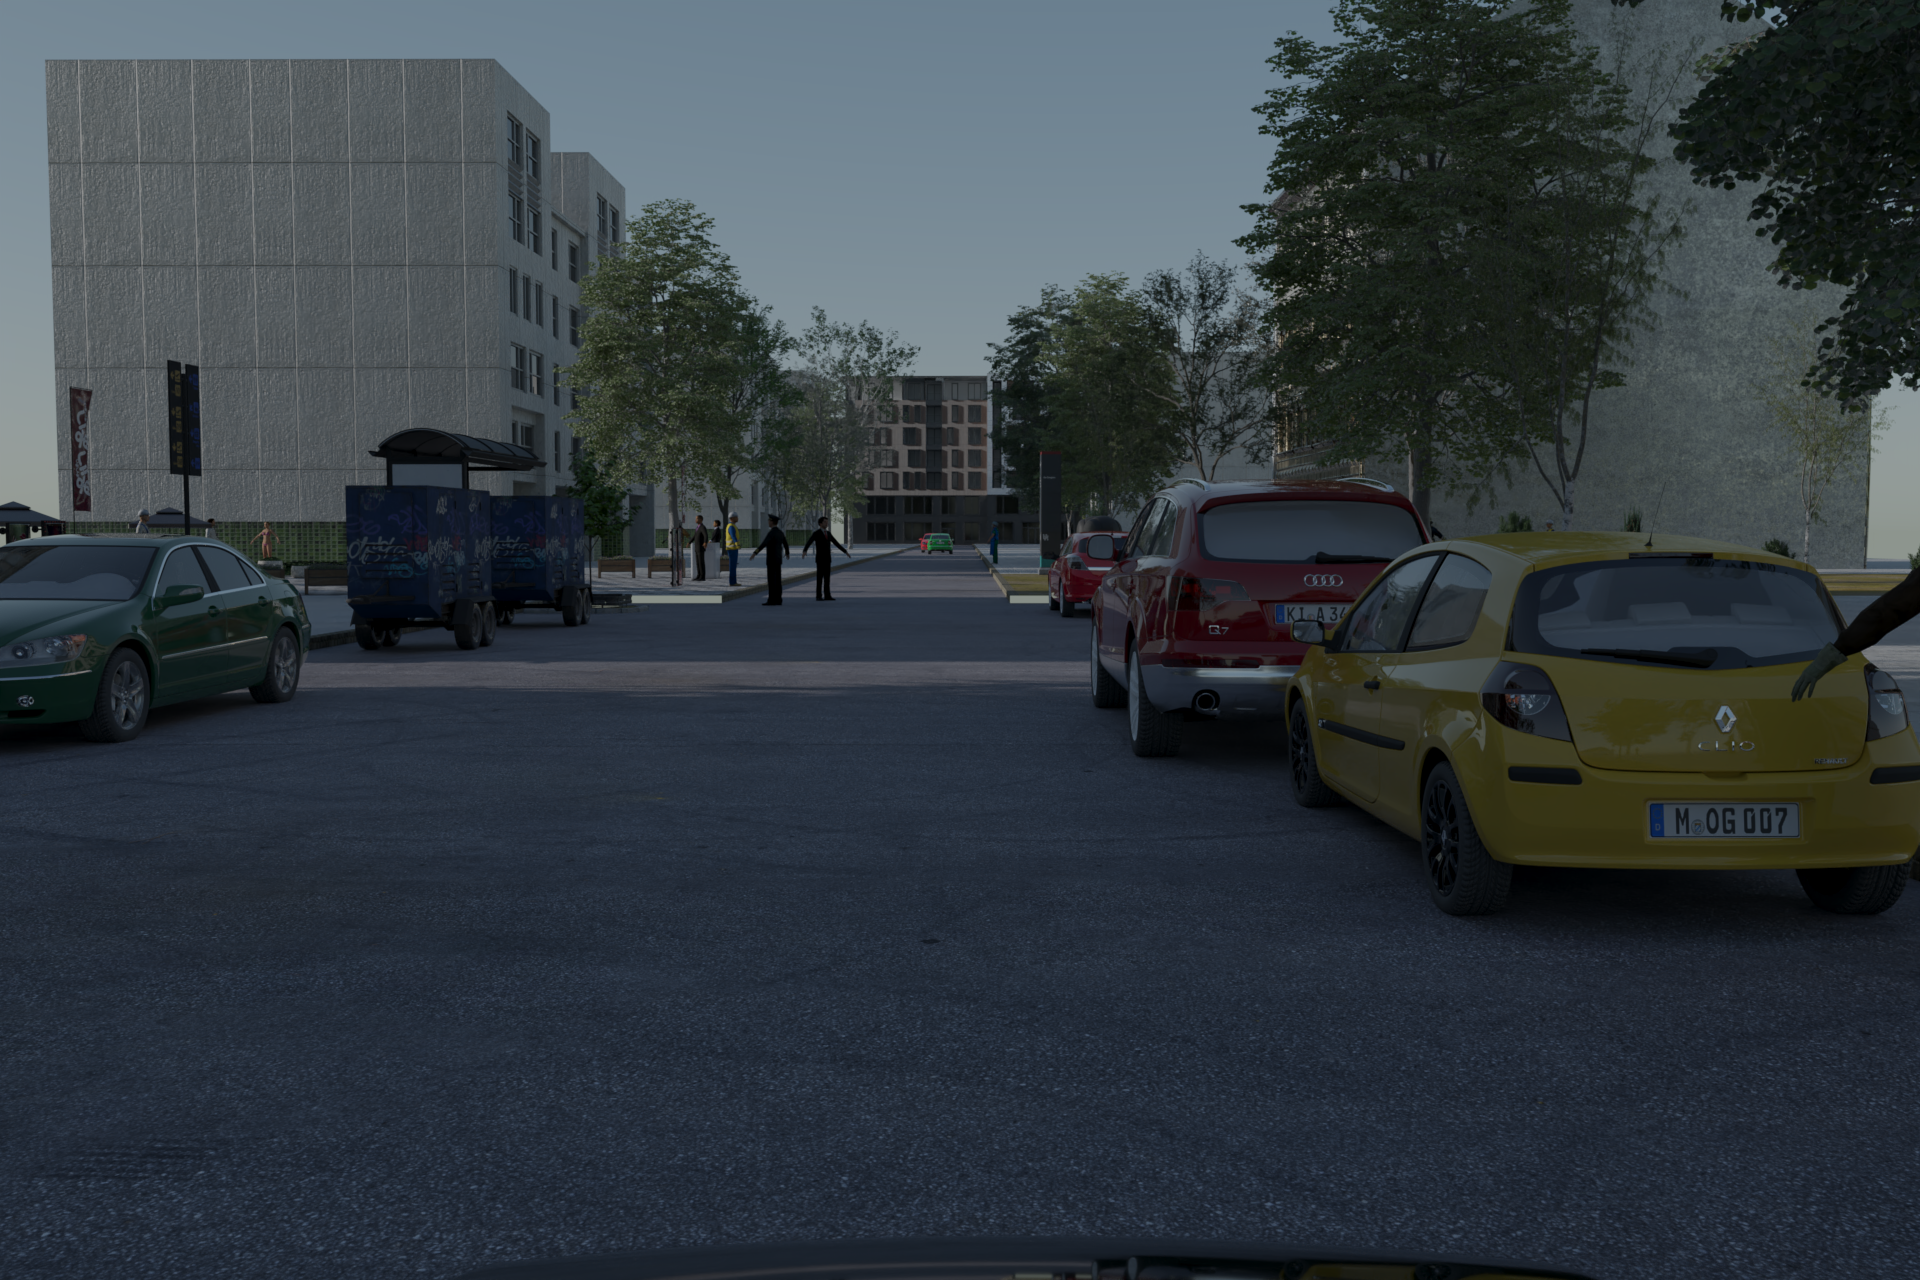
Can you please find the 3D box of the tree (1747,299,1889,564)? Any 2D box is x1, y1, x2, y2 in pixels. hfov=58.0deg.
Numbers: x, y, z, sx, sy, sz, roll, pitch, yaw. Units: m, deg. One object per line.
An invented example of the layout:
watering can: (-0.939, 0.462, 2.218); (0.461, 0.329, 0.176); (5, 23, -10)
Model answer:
tree: (26.886, -6.416, 55.267); (4.360, 8.622, 3.978); (0, 3, 0)

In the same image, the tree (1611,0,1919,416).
tree: (8.329, -6.441, 11.968); (9.857, 13.997, 8.962); (0, 3, 0)

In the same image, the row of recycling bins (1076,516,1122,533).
row of recycling bins: (3.188, -2.035, 40.393); (1.069, 1.692, 3.534); (0, 4, 1)

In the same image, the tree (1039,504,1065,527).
tree: (5.637, -10.398, 120.370); (4.360, 8.622, 3.978); (0, 3, 0)

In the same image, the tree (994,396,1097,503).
tree: (5.554, -10.569, 107.219); (7.601, 10.594, 8.767); (0, 4, -5)

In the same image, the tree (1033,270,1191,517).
tree: (6.692, -9.606, 75.193); (7.486, 12.596, 7.792); (0, 3, 0)

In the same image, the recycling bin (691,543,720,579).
recycling bin: (-7.284, -2.265, 49.592); (0.722, 1.027, 0.722); (0, 4, 2)

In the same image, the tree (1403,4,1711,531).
tree: (8.448, -4.489, 23.757); (4.360, 8.622, 3.978); (0, 3, 0)

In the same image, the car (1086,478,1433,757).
car: (2.112, -0.245, 12.673); (2.281, 1.827, 5.304); (0, 4, 0)

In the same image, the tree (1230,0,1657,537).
tree: (8.669, -6.950, 31.758); (7.486, 12.596, 7.792); (0, 3, 0)

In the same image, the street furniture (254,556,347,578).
street furniture: (-18.245, -2.287, 53.012); (10.072, 0.657, 5.734); (-2, 4, -24)

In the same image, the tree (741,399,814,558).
tree: (-9.457, -8.713, 92.814); (4.360, 8.622, 3.978); (0, 3, 0)

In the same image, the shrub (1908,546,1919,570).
shrub: (24.265, -1.968, 43.294); (1.383, 1.207, 1.383); (0, 3, 0)

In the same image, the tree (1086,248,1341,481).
tree: (8.135, -7.429, 55.875); (8.767, 10.594, 7.601); (1, 4, 11)

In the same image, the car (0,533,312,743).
car: (-6.643, -0.098, 13.400); (2.131, 1.459, 4.920); (0, 3, 0)

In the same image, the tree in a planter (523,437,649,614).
tree in a planter: (-6.854, -2.129, 32.039); (1.991, 3.239, 1.994); (0, 4, 1)

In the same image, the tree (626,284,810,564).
tree: (-10.050, -9.004, 72.969); (9.928, 11.665, 9.643); (0, 3, 0)

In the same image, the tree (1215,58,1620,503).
tree: (11.934, -8.248, 45.223); (12.009, 13.543, 11.850); (0, 3, 0)

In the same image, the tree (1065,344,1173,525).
tree: (5.715, -7.157, 67.378); (4.360, 8.622, 3.978); (0, 3, 0)

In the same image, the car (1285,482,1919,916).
car: (2.633, 0.140, 7.941); (2.015, 1.641, 3.980); (0, 4, -1)

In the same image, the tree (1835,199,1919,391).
tree: (28.071, -8.183, 44.169); (12.009, 13.543, 11.850); (0, 3, 0)

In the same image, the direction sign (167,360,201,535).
direction sign: (-10.274, -1.897, 23.010); (0.379, 3.537, 0.876); (0, 4, 0)

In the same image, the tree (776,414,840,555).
tree: (-8.905, -9.527, 106.127); (4.360, 8.622, 3.978); (0, 3, 0)

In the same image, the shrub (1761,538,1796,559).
shrub: (21.763, -2.147, 46.224); (1.383, 1.207, 1.383); (0, 3, 0)

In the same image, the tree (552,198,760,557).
tree: (-10.173, -8.625, 59.149); (7.486, 12.596, 7.792); (0, 3, 0)

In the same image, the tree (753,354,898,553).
tree: (-9.222, -12.649, 117.176); (12.009, 13.543, 11.850); (0, 3, 0)

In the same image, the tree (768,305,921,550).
tree: (-9.597, -17.585, 143.396); (12.611, 20.169, 13.585); (0, 3, 0)

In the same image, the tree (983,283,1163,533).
tree: (5.807, -10.981, 86.202); (9.857, 13.997, 8.962); (0, 3, 0)

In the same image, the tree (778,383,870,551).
tree: (-10.159, -12.874, 128.622); (7.486, 12.596, 7.792); (0, 3, 0)

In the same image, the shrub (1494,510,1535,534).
shrub: (17.567, -3.106, 54.824); (1.661, 2.075, 1.752); (0, 3, 0)

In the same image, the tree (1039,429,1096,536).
tree: (6.263, -9.039, 98.143); (4.737, 8.622, 4.395); (0, 3, 0)
